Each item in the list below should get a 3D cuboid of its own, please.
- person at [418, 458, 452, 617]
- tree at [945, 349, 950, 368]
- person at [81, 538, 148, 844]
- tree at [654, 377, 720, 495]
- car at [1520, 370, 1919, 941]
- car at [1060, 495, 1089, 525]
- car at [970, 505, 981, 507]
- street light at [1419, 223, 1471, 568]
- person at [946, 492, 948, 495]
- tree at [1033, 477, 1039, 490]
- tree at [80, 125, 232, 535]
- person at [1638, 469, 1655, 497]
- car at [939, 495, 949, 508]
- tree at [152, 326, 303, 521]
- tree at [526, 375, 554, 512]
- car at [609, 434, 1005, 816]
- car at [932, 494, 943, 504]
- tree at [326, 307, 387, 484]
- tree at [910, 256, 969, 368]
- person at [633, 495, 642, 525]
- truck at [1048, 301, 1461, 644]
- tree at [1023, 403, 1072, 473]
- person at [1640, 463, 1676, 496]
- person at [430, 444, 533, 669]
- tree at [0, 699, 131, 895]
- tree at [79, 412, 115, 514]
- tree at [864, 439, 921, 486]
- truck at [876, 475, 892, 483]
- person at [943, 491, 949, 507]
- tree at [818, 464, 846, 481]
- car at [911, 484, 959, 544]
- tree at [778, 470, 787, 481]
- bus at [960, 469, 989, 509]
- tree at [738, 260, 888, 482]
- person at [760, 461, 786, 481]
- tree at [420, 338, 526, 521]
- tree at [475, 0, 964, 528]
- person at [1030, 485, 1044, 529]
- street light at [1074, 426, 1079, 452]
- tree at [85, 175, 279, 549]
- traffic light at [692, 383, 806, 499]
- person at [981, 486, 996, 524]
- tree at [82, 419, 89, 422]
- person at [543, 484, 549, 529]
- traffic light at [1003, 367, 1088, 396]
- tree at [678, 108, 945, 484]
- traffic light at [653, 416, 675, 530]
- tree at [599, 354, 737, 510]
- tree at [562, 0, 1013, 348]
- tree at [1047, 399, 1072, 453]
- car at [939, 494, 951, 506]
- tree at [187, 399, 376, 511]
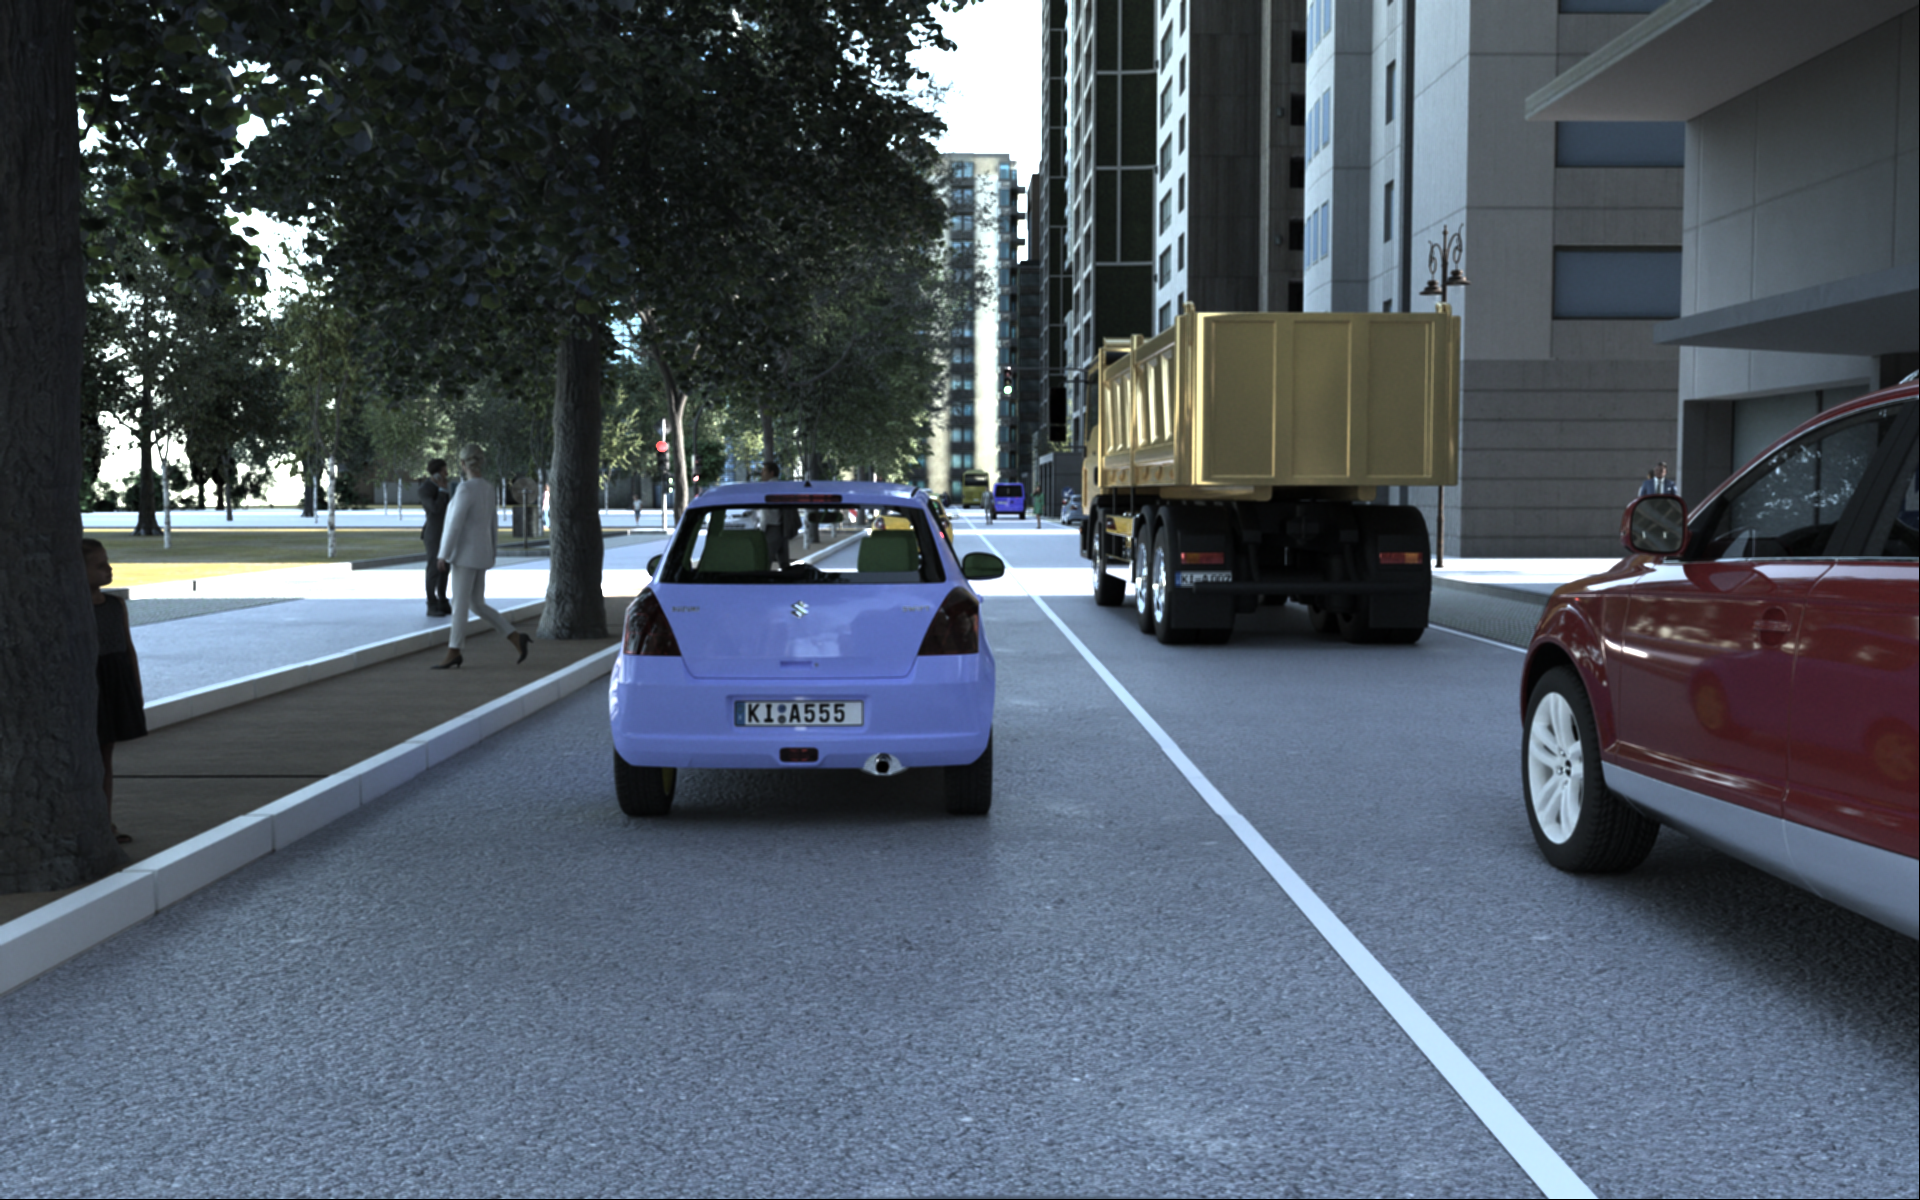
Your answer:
[{"bbox_3d":[-6.078,-0.740,20.406,0.447,1.846,0.655,1,4,8],"label":"person"},{"bbox_3d":[-4.260,-9.293,72.529,7.486,12.596,7.792,0,3,0],"label":"tree"},{"bbox_3d":[-3.498,0.374,7.051,0.373,1.253,0.362,2,4,29],"label":"person"},{"bbox_3d":[-17.501,-9.613,107.531,4.737,8.622,4.395,0,3,0],"label":"tree"},{"bbox_3d":[3.298,0.226,4.978,2.281,1.827,5.304,0,4,-1],"label":"car"},{"bbox_3d":[5.700,-4.196,80.610,2.014,1.417,4.499,0,4,-1],"label":"car"},{"bbox_3d":[1.510,-10.707,187.419,2.083,1.381,4.827,0,3,0],"label":"car"},{"bbox_3d":[8.330,-3.493,29.901,0.468,5.910,1.993,0,4,-1],"label":"street light"},{"bbox_3d":[-1.750,-12.261,209.772,0.742,1.727,0.445,-3,4,-39],"label":"person"},{"bbox_3d":[7.547,-9.746,153.951,1.663,3.219,1.824,0,3,0],"label":"tree"},{"bbox_3d":[-25.301,-8.369,53.843,9.611,12.733,9.660,0,3,0],"label":"tree"},{"bbox_3d":[12.436,-1.483,31.038,0.466,1.731,0.760,-1,4,-9],"label":"person"},{"bbox_3d":[-2.077,-10.411,182.800,1.945,1.354,3.894,0,4,-1],"label":"car"},{"bbox_3d":[-34.928,-9.072,82.744,8.767,10.594,7.601,-1,4,-12],"label":"tree"},{"bbox_3d":[-21.614,-8.091,82.657,4.360,8.622,3.978,0,3,0],"label":"tree"},{"bbox_3d":[-0.717,0.034,9.031,1.945,1.707,3.694,0,4,-2],"label":"car"},{"bbox_3d":[-2.272,-7.599,133.040,1.959,1.807,4.718,0,4,-2],"label":"car"},{"bbox_3d":[-36.691,-11.008,96.994,9.611,12.733,9.660,0,3,0],"label":"tree"},{"bbox_3d":[-6.010,-16.390,126.320,12.611,20.169,13.585,0,3,0],"label":"tree"},{"bbox_3d":[-13.347,-3.731,71.728,0.332,1.250,0.352,3,4,37],"label":"person"},{"bbox_3d":[3.040,-1.484,20.184,3.469,3.379,9.791,0,4,-2],"label":"truck"},{"bbox_3d":[7.271,-11.430,137.242,4.360,8.622,3.978,0,3,0],"label":"tree"},{"bbox_3d":[11.501,-1.371,28.642,0.721,1.800,0.419,1,4,11],"label":"person"},{"bbox_3d":[-3.925,-0.354,14.164,0.818,1.842,0.514,-1,4,-9],"label":"person"},{"bbox_3d":[-3.546,-5.935,6.149,9.857,13.997,8.962,0,3,0],"label":"tree"},{"bbox_3d":[-62.800,-13.292,119.151,13.155,14.587,18.604,-1,4,-11],"label":"tree"},{"bbox_3d":[-4.631,-10.040,116.968,4.737,8.622,4.395,0,3,0],"label":"tree"},{"bbox_3d":[-8.624,-12.320,190.342,2.839,4.237,11.283,0,4,-3],"label":"truck"},{"bbox_3d":[-1.802,-11.454,196.497,1.217,1.736,0.721,-2,4,-26],"label":"person"},{"bbox_3d":[-13.908,-12.330,185.306,4.285,4.588,4.351,0,3,0],"label":"tree"},{"bbox_3d":[-1.016,-1.621,36.726,2.015,1.641,3.980,0,4,-1],"label":"car"},{"bbox_3d":[-14.279,-8.904,140.188,1.663,3.219,1.824,0,3,0],"label":"tree"},{"bbox_3d":[1.482,-11.088,172.835,2.896,3.916,12.252,0,4,-1],"label":"bus"},{"bbox_3d":[-3.972,-5.618,44.679,4.360,8.622,3.978,0,3,0],"label":"tree"},{"bbox_3d":[-2.227,-0.774,21.254,0.850,1.850,0.679,2,4,29],"label":"person"},{"bbox_3d":[-21.616,-7.681,75.943,4.360,8.622,3.978,0,3,0],"label":"tree"},{"bbox_3d":[-4.119,-5.455,26.066,8.767,10.594,7.601,0,4,-1],"label":"tree"},{"bbox_3d":[3.252,-3.834,71.438,0.600,1.795,0.529,2,4,26],"label":"person"},{"bbox_3d":[7.663,-8.553,112.633,0.468,5.910,1.993,0,4,-1],"label":"street light"},{"bbox_3d":[-18.497,-5.512,40.484,4.360,8.622,3.978,0,3,0],"label":"tree"},{"bbox_3d":[-8.626,-5.851,70.332,4.771,5.953,1.251,0,4,-1],"label":"traffic light"},{"bbox_3d":[1.341,-4.488,81.997,0.709,1.813,0.853,0,4,2],"label":"person"},{"bbox_3d":[-39.008,-7.493,72.874,4.737,8.622,4.395,0,3,0],"label":"tree"},{"bbox_3d":[-15.686,-3.480,65.415,0.388,1.821,0.555,-1,4,-18],"label":"person"},{"bbox_3d":[3.927,-5.360,62.303,4.771,5.953,1.251,0,4,-1],"label":"traffic light"},{"bbox_3d":[-4.413,-7.950,50.566,7.486,12.596,7.792,0,3,0],"label":"tree"},{"bbox_3d":[-10.643,-4.488,62.293,0.839,4.253,0.868,0,4,-1],"label":"traffic light"},{"bbox_3d":[-20.653,-12.840,126.943,9.611,12.733,9.660,0,3,0],"label":"tree"},{"bbox_3d":[-4.006,-7.539,36.089,12.009,13.543,11.850,0,3,0],"label":"tree"},{"bbox_3d":[8.582,-10.834,127.496,4.737,8.622,4.395,0,3,0],"label":"tree"},{"bbox_3d":[-2.082,-12.693,217.308,2.009,1.686,4.222,0,4,-1],"label":"car"},{"bbox_3d":[-57.145,-14.540,139.553,18.604,14.587,13.155,-1,4,-21],"label":"tree"}]
